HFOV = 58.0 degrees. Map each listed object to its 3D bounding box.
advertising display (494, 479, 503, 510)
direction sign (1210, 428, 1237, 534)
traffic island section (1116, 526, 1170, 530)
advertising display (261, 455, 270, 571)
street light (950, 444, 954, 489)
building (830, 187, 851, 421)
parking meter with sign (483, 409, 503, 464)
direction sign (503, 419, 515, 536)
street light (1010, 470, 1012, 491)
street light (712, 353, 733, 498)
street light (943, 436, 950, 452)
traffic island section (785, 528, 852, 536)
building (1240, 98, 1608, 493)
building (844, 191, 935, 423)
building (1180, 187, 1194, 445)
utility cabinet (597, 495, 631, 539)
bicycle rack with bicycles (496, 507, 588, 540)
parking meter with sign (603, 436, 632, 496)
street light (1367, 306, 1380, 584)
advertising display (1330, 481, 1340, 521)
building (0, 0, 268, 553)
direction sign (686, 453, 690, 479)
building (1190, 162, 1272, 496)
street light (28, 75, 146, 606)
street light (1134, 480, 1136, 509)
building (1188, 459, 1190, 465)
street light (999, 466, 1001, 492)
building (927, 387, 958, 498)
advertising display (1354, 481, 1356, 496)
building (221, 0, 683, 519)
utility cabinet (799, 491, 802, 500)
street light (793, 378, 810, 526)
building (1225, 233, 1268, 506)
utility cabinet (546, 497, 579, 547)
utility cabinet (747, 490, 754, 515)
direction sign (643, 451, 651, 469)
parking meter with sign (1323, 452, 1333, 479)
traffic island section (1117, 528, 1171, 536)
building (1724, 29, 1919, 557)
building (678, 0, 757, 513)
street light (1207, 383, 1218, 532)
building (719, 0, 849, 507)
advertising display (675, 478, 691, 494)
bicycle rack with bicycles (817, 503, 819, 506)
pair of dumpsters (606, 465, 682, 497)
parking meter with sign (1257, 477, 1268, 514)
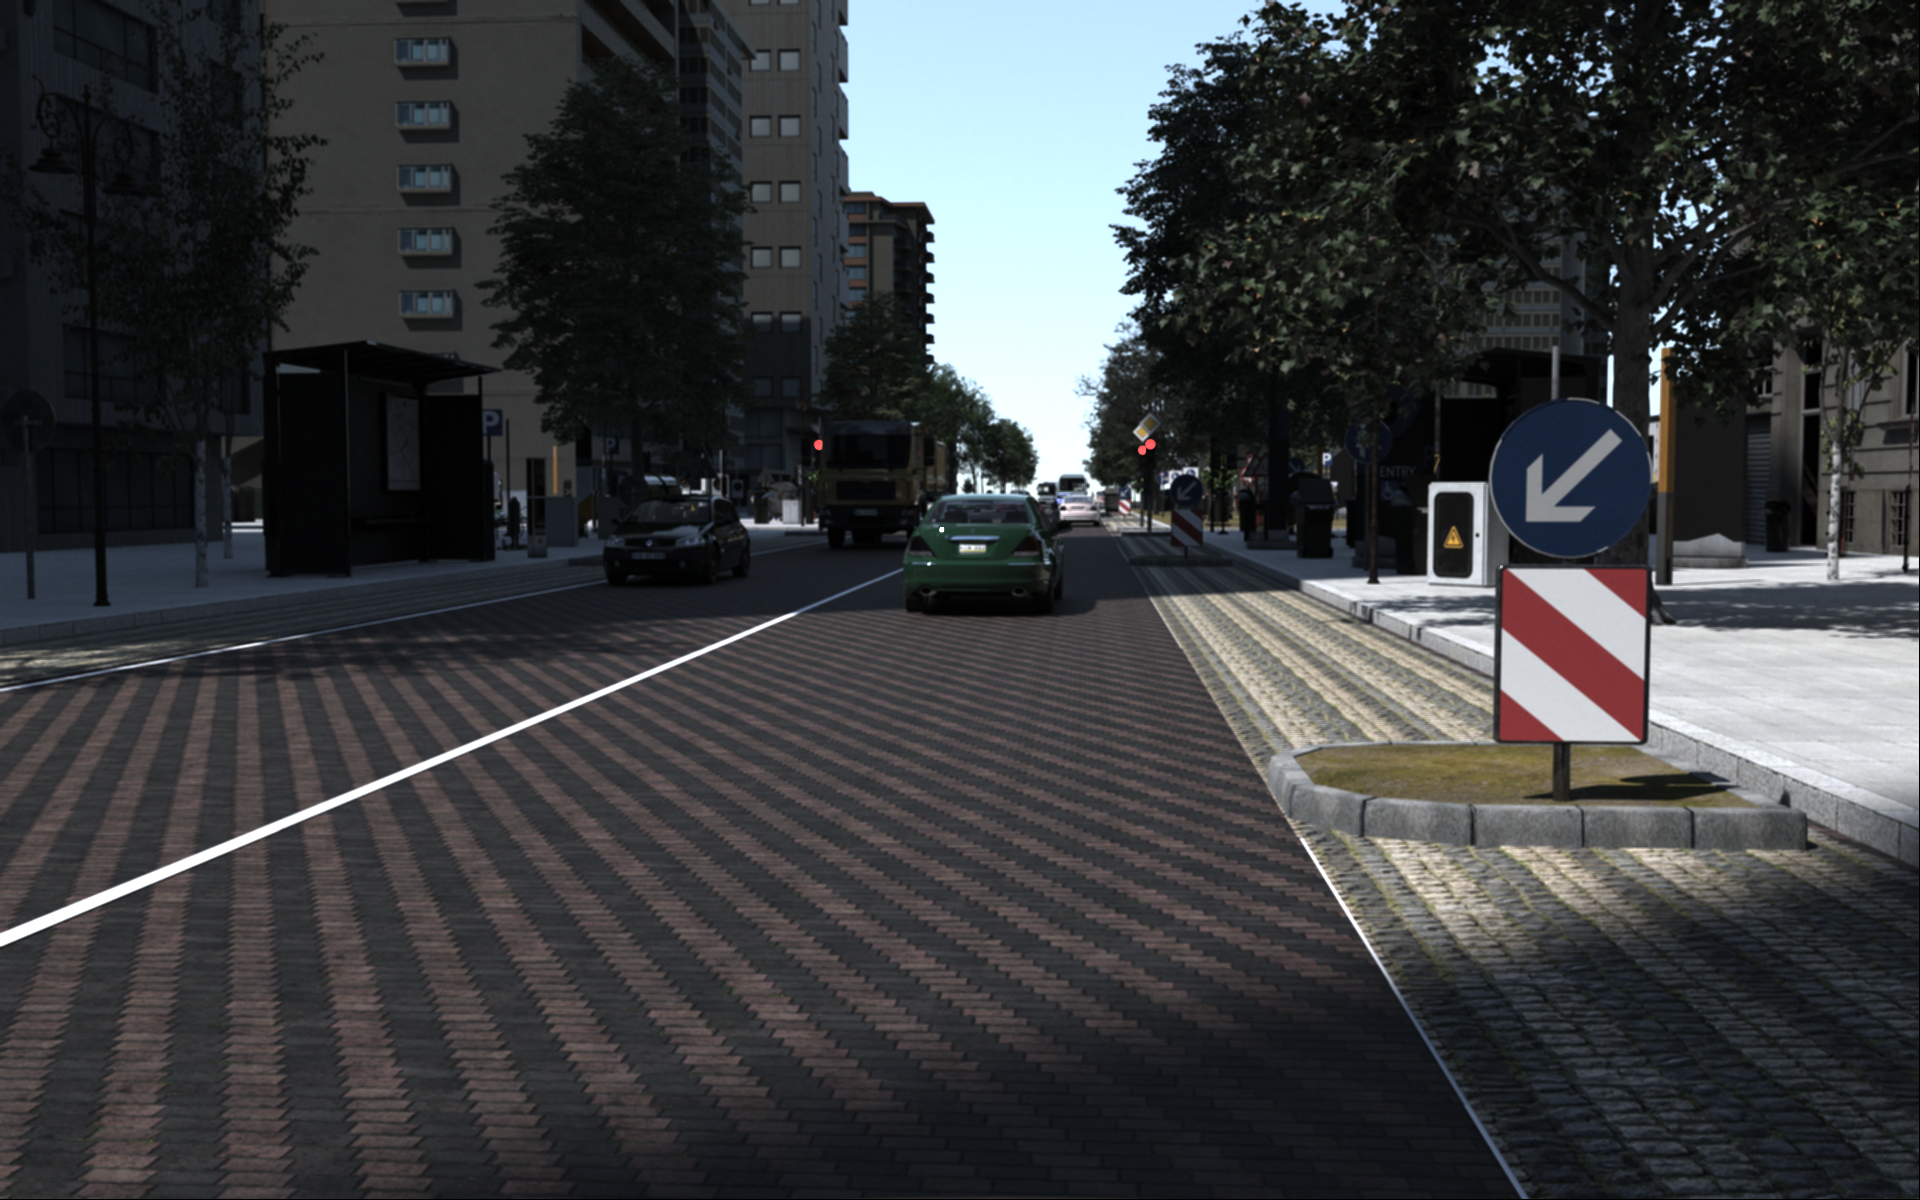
[{"bbox_3d":[-20.710,-4.371,76.675,0.974,1.923,0.123,1,4,16],"label":"advertising display"},{"bbox_3d":[8.376,-3.857,55.053,0.876,3.537,0.379,-1,4,-11],"label":"direction sign"},{"bbox_3d":[7.117,-2.767,67.529,2.009,0.180,2.903,0,4,4],"label":"traffic island section"},{"bbox_3d":[-11.723,-1.476,29.351,0.123,1.923,0.974,-1,4,-19],"label":"advertising display"},{"bbox_3d":[-0.684,-10.547,145.224,0.468,5.910,1.993,0,4,4],"label":"street light"},{"bbox_3d":[-25.415,-30.209,185.800,32.217,40.220,23.993,0,4,4],"label":"building"},{"bbox_3d":[-10.079,-2.452,36.358,0.543,3.016,1.738,-2,4,-29],"label":"parking meter with sign"},{"bbox_3d":[-13.723,-3.708,52.616,0.379,3.537,0.876,-1,4,-18],"label":"direction sign"},{"bbox_3d":[7.798,-17.746,262.926,0.468,5.910,1.993,0,4,4],"label":"street light"},{"bbox_3d":[-7.345,-4.958,53.846,0.468,5.910,1.993,0,4,4],"label":"street light"},{"bbox_3d":[-1.308,-10.096,137.853,0.468,5.910,1.993,0,4,4],"label":"street light"},{"bbox_3d":[-4.872,-2.331,60.396,2.009,0.180,2.903,0,4,4],"label":"traffic island section"},{"bbox_3d":[43.318,-28.830,163.258,32.217,40.220,23.993,0,4,4],"label":"building"},{"bbox_3d":[-15.274,-36.601,253.056,22.147,44.769,28.867,0,4,4],"label":"building"},{"bbox_3d":[50.896,-42.565,285.169,28.713,52.752,27.495,0,4,4],"label":"building"},{"bbox_3d":[-9.758,-2.325,49.182,1.020,1.237,0.306,1,4,12],"label":"utility cabinet"},{"bbox_3d":[-11.648,-2.187,49.134,2.852,0.926,2.925,2,4,26],"label":"bicycle rack with bicycles"},{"bbox_3d":[-10.102,-3.470,52.997,0.543,3.016,1.738,2,4,30],"label":"parking meter with sign"},{"bbox_3d":[5.917,-3.169,24.609,0.468,5.910,1.993,0,4,4],"label":"street light"},{"bbox_3d":[18.014,-4.832,84.214,0.123,1.923,0.974,-3,5,-41],"label":"advertising display"},{"bbox_3d":[-26.305,-16.635,43.681,14.107,30.474,14.160,0,4,4],"label":"building"},{"bbox_3d":[-15.180,-6.403,96.679,0.379,3.537,0.876,-2,4,-24],"label":"direction sign"},{"bbox_3d":[44.219,-38.101,246.660,21.300,48.544,21.600,0,4,4],"label":"building"},{"bbox_3d":[-9.847,-2.869,19.698,0.468,5.910,1.993,0,4,4],"label":"street light"},{"bbox_3d":[15.184,-10.862,150.388,0.468,5.910,1.993,0,4,4],"label":"street light"},{"bbox_3d":[42.430,-37.596,264.801,14.600,45.320,14.200,0,4,4],"label":"building"},{"bbox_3d":[5.314,-15.621,228.198,0.468,5.910,1.993,0,4,4],"label":"street light"},{"bbox_3d":[-15.134,-26.766,282.660,27.650,21.520,28.899,0,4,4],"label":"building"},{"bbox_3d":[20.391,-5.038,87.588,0.974,1.923,0.123,-1,4,-11],"label":"advertising display"},{"bbox_3d":[-28.169,-28.755,93.853,21.300,48.544,21.600,0,4,4],"label":"building"},{"bbox_3d":[-11.623,-7.250,127.213,0.318,1.500,1.173,0,4,-4],"label":"utility cabinet"},{"bbox_3d":[-6.282,-5.889,69.072,0.468,5.910,1.993,0,4,4],"label":"street light"},{"bbox_3d":[37.341,-26.120,198.757,14.160,30.474,14.107,0,4,4],"label":"building"},{"bbox_3d":[-9.836,-1.901,42.246,1.020,1.237,0.306,1,4,13],"label":"utility cabinet"},{"bbox_3d":[-11.979,-5.741,102.549,1.173,1.500,0.318,0,4,6],"label":"utility cabinet"},{"bbox_3d":[-16.655,-6.120,92.054,0.379,3.537,0.876,-3,5,-39],"label":"direction sign"},{"bbox_3d":[15.049,-4.627,71.912,0.543,3.016,1.738,1,4,22],"label":"parking meter with sign"},{"bbox_3d":[6.539,-2.280,59.565,2.009,0.180,2.903,0,4,4],"label":"traffic island section"},{"bbox_3d":[26.482,-12.090,30.963,16.112,22.955,30.059,0,4,4],"label":"building"},{"bbox_3d":[-28.943,-26.489,124.983,32.217,40.220,23.993,0,4,4],"label":"building"},{"bbox_3d":[8.534,-5.238,58.436,0.468,5.910,1.993,0,4,4],"label":"street light"},{"bbox_3d":[-24.897,-34.796,158.155,28.713,52.752,27.495,0,4,4],"label":"building"},{"bbox_3d":[-11.551,-4.042,71.303,0.974,1.923,0.123,0,4,7],"label":"advertising display"},{"bbox_3d":[-9.161,-6.819,124.866,2.925,0.926,2.852,0,4,0],"label":"bicycle rack with bicycles"},{"bbox_3d":[-10.304,-3.302,56.483,1.574,2.255,4.437,0,4,4],"label":"pair of dumpsters"},{"bbox_3d":[19.608,-6.971,110.231,1.738,3.016,0.543,-2,4,-26],"label":"parking meter with sign"}]
